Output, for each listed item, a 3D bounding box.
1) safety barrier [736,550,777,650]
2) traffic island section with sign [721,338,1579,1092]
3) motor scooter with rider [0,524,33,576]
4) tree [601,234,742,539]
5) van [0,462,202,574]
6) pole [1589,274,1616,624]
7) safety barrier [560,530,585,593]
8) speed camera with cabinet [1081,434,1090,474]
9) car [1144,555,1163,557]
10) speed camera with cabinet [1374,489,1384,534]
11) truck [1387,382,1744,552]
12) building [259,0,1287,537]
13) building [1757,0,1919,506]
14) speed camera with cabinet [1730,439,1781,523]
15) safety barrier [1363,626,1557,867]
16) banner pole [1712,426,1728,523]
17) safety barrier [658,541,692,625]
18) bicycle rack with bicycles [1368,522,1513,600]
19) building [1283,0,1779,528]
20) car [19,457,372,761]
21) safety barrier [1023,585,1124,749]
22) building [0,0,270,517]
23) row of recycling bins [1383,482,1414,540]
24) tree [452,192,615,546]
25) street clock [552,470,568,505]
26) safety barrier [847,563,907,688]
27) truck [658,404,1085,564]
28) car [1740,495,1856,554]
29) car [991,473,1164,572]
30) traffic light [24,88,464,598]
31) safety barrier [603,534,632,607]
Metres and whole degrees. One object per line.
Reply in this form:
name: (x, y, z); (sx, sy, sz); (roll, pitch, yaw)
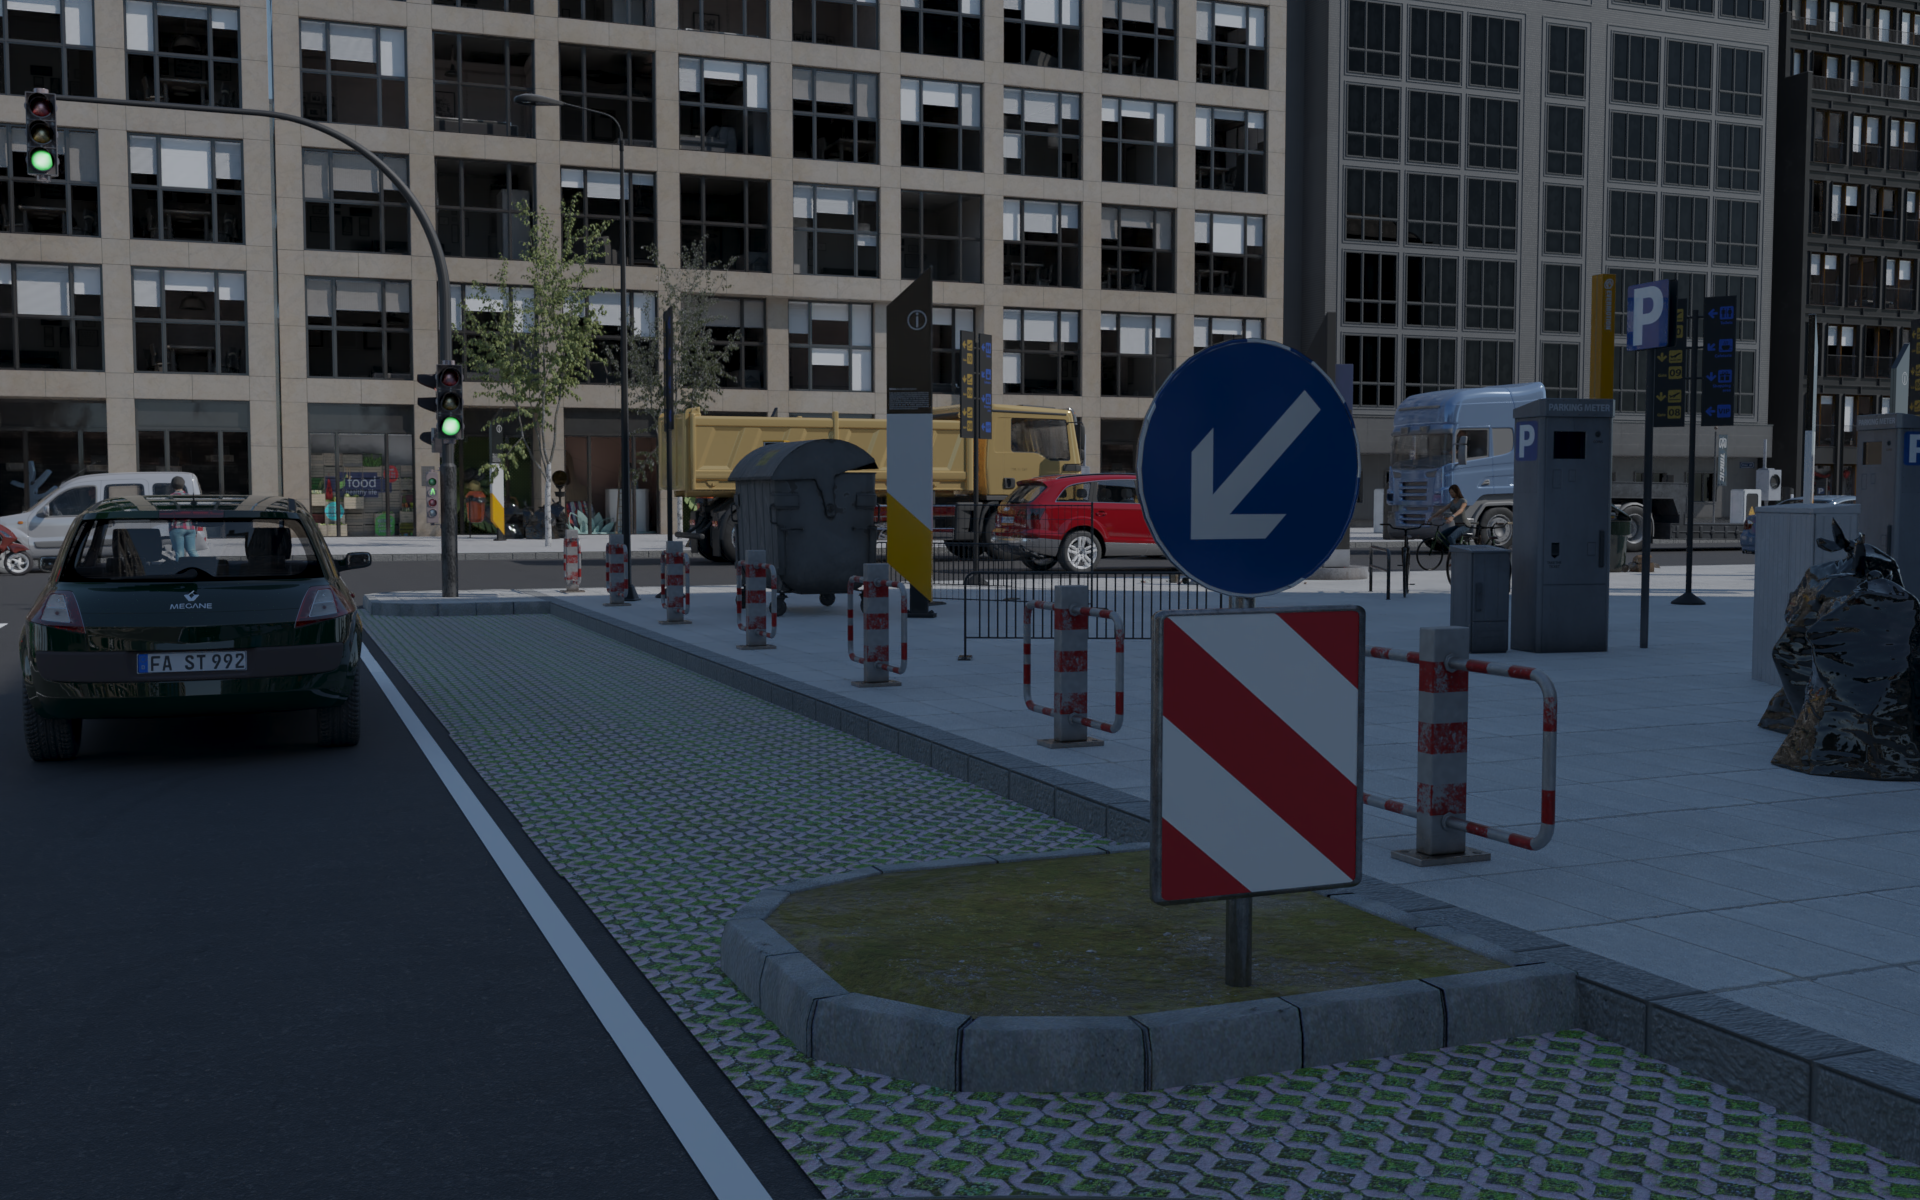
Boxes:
safety barrier: (-1.690, -0.004, 14.340); (0.300, 0.817, 1.120); (-1, 4, -22)
traffic island section with sign: (0.365, 0.215, 5.113); (1.989, 1.847, 2.006); (-1, 4, -22)
motor scooter with rider: (-17.233, -1.291, 30.071); (1.986, 1.779, 0.876); (-1, 4, -22)
tree: (-8.102, -6.063, 49.489); (4.360, 8.622, 3.978); (0, 3, 0)
van: (-16.205, -1.540, 32.184); (4.112, 2.044, 2.013); (-2, 4, -24)
pole: (5.977, -1.366, 16.177); (0.158, 3.312, 0.155); (0, 3, 0)
safety barrier: (-5.061, -0.509, 22.597); (0.300, 0.817, 1.120); (-1, 4, -22)
speed camera with cabinet: (3.768, -3.902, 58.133); (0.660, 3.252, 2.038); (-1, 4, -15)
car: (6.257, -1.871, 39.264); (5.304, 1.827, 2.281); (-2, 4, -24)
speed camera with cabinet: (14.483, -3.813, 56.673); (2.038, 3.252, 0.660); (-2, 4, -32)
truck: (18.985, -3.348, 44.495); (18.799, 4.110, 2.967); (-1, 4, -20)
building: (-7.622, -15.938, 65.096); (34.151, 26.468, 19.350); (-1, 4, -22)
building: (39.701, -15.306, 79.929); (15.834, 23.373, 12.332); (-1, 4, -22)
speed camera with cabinet: (28.539, -4.144, 62.086); (2.038, 3.252, 0.660); (-2, 4, -29)
safety barrier: (1.689, 0.502, 6.060); (0.300, 0.817, 1.120); (-1, 4, -22)
banner pole: (28.105, -4.533, 64.128); (0.863, 3.779, 0.401); (-2, 4, -26)
safety barrier: (-2.815, -0.173, 17.098); (0.300, 0.817, 1.120); (-1, 4, -22)
bicycle rack with bicycles: (6.324, -0.522, 21.911); (2.852, 0.926, 2.925); (0, 4, 8)
building: (20.559, -17.091, 72.950); (24.014, 27.812, 14.314); (-1, 4, -22)
car: (-4.724, -0.066, 10.871); (2.009, 1.686, 4.222); (-1, 4, -21)
safety barrier: (0.565, 0.333, 8.823); (0.300, 0.817, 1.120); (-1, 4, -22)
building: (-39.072, -15.125, 51.802); (34.151, 26.468, 19.350); (-1, 4, -22)
row of recycling bins: (12.757, -2.614, 49.848); (1.069, 1.692, 3.534); (1, 4, 21)
tree: (-10.257, -5.629, 42.399); (4.737, 8.622, 4.395); (0, 3, 0)
street clock: (-12.127, -2.933, 52.520); (0.471, 2.002, 0.358); (-1, 4, -17)
safety barrier: (-0.560, 0.165, 11.574); (0.300, 0.817, 1.120); (-1, 4, -22)
truck: (-1.373, -2.523, 37.176); (9.791, 3.379, 3.469); (-1, 4, -23)
car: (17.772, -1.386, 34.659); (4.499, 1.417, 2.014); (-1, 4, -23)
car: (3.211, -1.449, 32.369); (5.304, 1.827, 2.281); (-1, 4, -22)
traffic light: (-8.282, -2.805, 20.533); (4.771, 5.953, 1.251); (-1, 4, -22)
safety barrier: (-3.936, -0.341, 19.850); (0.300, 0.817, 1.120); (-1, 4, -22)
